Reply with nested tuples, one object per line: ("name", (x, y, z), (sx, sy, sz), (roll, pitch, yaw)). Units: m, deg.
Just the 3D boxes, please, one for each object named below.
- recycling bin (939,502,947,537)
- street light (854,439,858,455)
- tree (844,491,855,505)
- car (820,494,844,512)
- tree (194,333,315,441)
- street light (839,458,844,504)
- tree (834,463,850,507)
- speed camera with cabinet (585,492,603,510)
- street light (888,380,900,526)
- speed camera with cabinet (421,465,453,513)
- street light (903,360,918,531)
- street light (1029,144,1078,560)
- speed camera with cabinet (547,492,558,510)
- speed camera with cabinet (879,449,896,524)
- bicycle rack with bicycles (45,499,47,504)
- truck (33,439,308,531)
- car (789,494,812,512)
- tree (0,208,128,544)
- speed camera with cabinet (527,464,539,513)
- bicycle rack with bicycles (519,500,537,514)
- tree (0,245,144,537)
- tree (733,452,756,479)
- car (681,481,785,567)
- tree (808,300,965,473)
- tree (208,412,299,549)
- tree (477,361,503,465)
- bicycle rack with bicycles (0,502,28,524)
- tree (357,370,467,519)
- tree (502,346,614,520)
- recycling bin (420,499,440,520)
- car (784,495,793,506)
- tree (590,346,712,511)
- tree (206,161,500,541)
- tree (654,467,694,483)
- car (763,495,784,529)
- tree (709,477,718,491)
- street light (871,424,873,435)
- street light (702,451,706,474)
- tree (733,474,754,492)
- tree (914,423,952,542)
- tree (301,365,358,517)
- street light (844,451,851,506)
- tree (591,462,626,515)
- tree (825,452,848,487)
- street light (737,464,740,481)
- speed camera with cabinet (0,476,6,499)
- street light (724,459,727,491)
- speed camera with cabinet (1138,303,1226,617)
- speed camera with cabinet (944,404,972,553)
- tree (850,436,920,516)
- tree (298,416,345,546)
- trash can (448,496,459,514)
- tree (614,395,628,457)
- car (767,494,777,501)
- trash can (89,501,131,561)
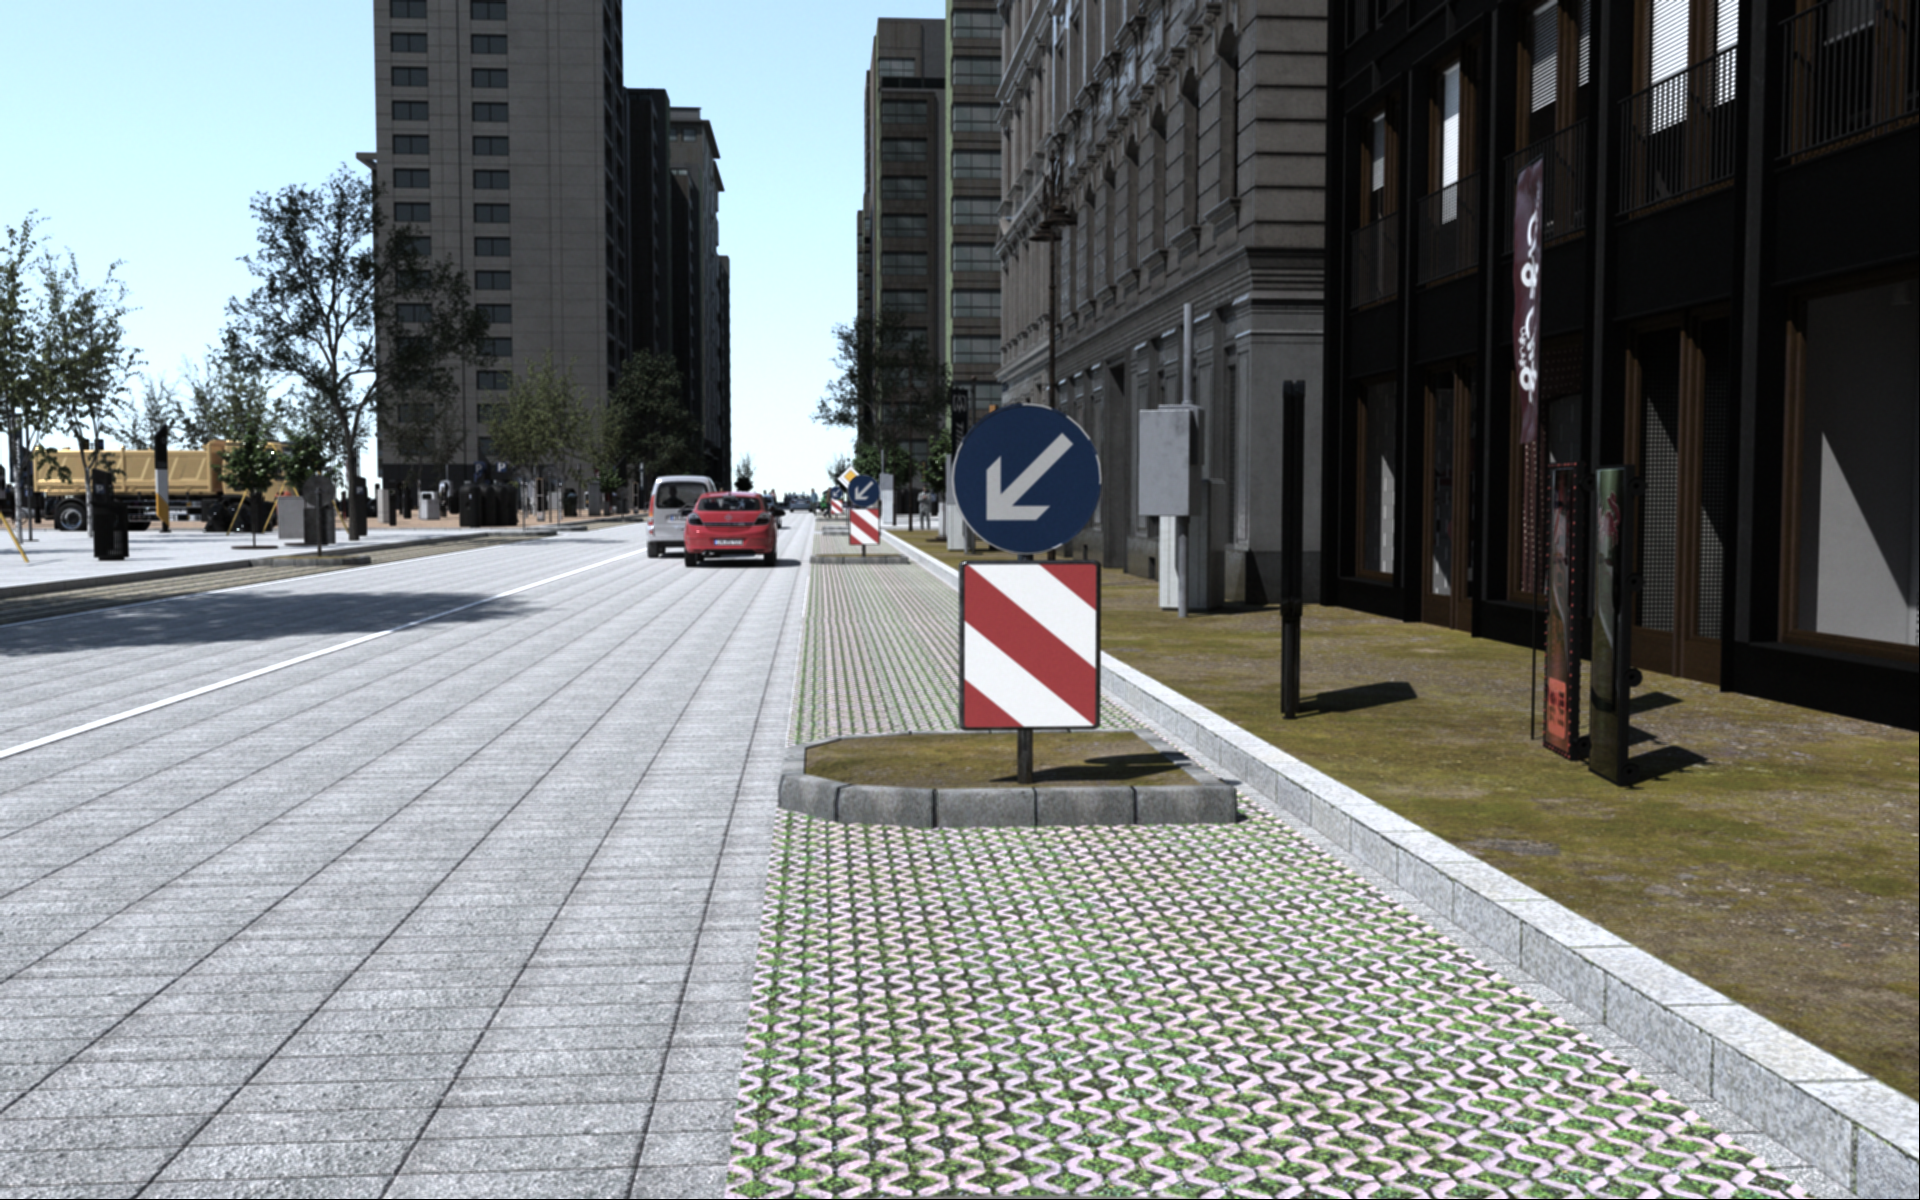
("recycling bin", (-0.185, -2.426, 52.215), (0.722, 1.027, 0.722), (2, 4, 24))
("street light", (-8.872, -10.715, 147.985), (0.468, 5.910, 1.993), (0, 4, -5))
("tree", (-16.251, -15.643, 250.365), (1.663, 3.219, 1.824), (0, 3, 0))
("car", (-10.410, -8.059, 140.554), (1.959, 1.807, 4.718), (0, 4, -4))
("tree", (-32.254, -7.818, 78.180), (4.737, 8.622, 4.395), (0, 3, 0))
("street light", (-15.602, -15.798, 231.089), (0.468, 5.910, 1.993), (0, 4, -5))
("tree", (-11.275, -11.930, 178.774), (4.285, 4.588, 4.351), (0, 3, 0))
("speed camera with cabinet", (-29.915, -8.992, 141.354), (0.660, 3.252, 2.038), (-3, 5, -40))
("street light", (-2.668, -5.969, 70.380), (0.468, 5.910, 1.993), (0, 4, -5))
("speed camera with cabinet", (-34.981, -7.425, 115.739), (2.038, 3.252, 0.660), (0, 4, 6))
("street light", (-1.708, -5.318, 59.741), (0.468, 5.910, 1.993), (0, 4, -5))
("street light", (1.244, -3.095, 23.398), (0.468, 5.910, 1.993), (0, 4, -5))
("speed camera with cabinet", (-33.198, -8.841, 138.881), (2.038, 3.252, 0.660), (-2, 4, -30))
("speed camera with cabinet", (-3.158, -4.998, 76.056), (0.660, 3.252, 2.038), (0, 4, -6))
("bicycle rack with bicycles", (-62.885, -6.472, 119.192), (2.852, 0.926, 2.925), (-3, 4, -39))
("truck", (-27.729, -4.059, 62.285), (9.791, 3.379, 3.469), (0, 4, -4))
("car", (-12.584, -7.658, 137.218), (2.014, 1.417, 4.499), (0, 4, -5))
("tree", (-23.991, -5.748, 44.340), (4.737, 8.622, 4.395), (0, 3, 0))
("speed camera with cabinet", (-28.162, -7.343, 114.388), (0.660, 3.252, 2.038), (0, 4, -7))
("bicycle rack with bicycles", (-27.582, -5.855, 109.113), (2.852, 0.926, 2.925), (-2, 4, -24))
("tree", (-25.824, -6.146, 50.847), (4.360, 8.622, 3.978), (0, 3, 0))
("tree", (-36.293, -20.917, 292.351), (4.360, 8.622, 3.978), (0, 3, 0))
("car", (-4.677, -1.626, 35.626), (2.155, 1.783, 4.494), (0, 4, -5))
("tree", (-3.414, -9.056, 82.473), (8.767, 10.594, 7.601), (2, 4, 25))
("tree", (-16.681, -2.826, 40.806), (1.663, 3.219, 1.824), (0, 3, 0))
("tree", (-23.304, -8.655, 91.867), (4.737, 8.622, 4.395), (0, 3, 0))
("bicycle rack with bicycles", (-41.259, -3.634, 72.794), (2.925, 0.926, 2.852), (1, 4, 9))
("tree", (-27.881, -8.439, 88.344), (4.360, 8.622, 3.978), (0, 3, 0))
("tree", (-19.885, -8.297, 86.022), (4.737, 8.622, 4.395), (0, 3, 0))
("recycling bin", (-26.268, -4.485, 85.878), (0.722, 1.027, 0.722), (-3, 5, -43))
("car", (-20.163, -11.951, 207.763), (2.083, 1.381, 4.827), (0, 4, -3))
("tree", (-24.047, -13.301, 134.486), (9.611, 12.733, 9.660), (0, 3, 0))
("tree", (-16.742, -6.945, 47.960), (8.767, 10.594, 7.601), (0, 4, 0))
("tree", (-24.595, -10.122, 149.205), (4.285, 4.588, 4.351), (0, 3, 0))
("car", (-8.400, -3.699, 72.475), (2.014, 1.417, 4.499), (0, 4, -4))
("tree", (-28.296, -12.296, 195.647), (1.663, 3.219, 1.824), (0, 3, 0))
("street light", (-5.418, -8.192, 106.729), (0.468, 5.910, 1.993), (0, 4, -5))
("street light", (-27.083, -12.844, 182.793), (0.468, 5.910, 1.993), (0, 4, -5))
("tree", (-35.497, -18.366, 283.996), (4.285, 4.588, 4.351), (0, 3, 0))
("tree", (-0.203, -3.337, 49.157), (1.663, 3.219, 1.824), (0, 3, 0))
("tree", (-35.510, -9.086, 98.920), (4.360, 8.622, 3.978), (0, 3, 0))
("street light", (-11.787, -12.895, 183.613), (0.468, 5.910, 1.993), (0, 4, -5))
("tree", (-21.692, -6.763, 105.177), (1.663, 3.219, 1.824), (0, 3, 0))
("tree", (-20.754, -21.071, 294.877), (4.360, 8.622, 3.978), (0, 3, 0))
("street light", (-33.603, -17.753, 263.042), (0.468, 5.910, 1.993), (0, 4, -5))
("speed camera with cabinet", (-45.292, -5.298, 80.962), (0.660, 3.252, 2.038), (-1, 4, -9))
("street light", (-30.781, -15.573, 227.406), (0.468, 5.910, 1.993), (0, 4, -5))
("speed camera with cabinet", (2.424, -1.496, 18.794), (0.660, 3.252, 2.038), (1, 4, 19))
("speed camera with cabinet", (-0.015, -2.711, 38.668), (0.660, 3.252, 2.038), (0, 4, 2))
("tree", (-4.000, -7.178, 101.075), (4.285, 4.588, 4.351), (0, 3, 0))
("tree", (-16.259, -2.982, 43.362), (1.663, 3.219, 1.824), (0, 3, 0))
("trash can", (-32.482, -6.092, 111.259), (0.748, 1.137, 0.748), (0, 3, 0))
("tree", (-26.029, -10.737, 125.911), (4.737, 8.622, 4.395), (0, 3, 0))
("car", (-26.736, -14.157, 243.463), (2.014, 1.417, 4.499), (0, 4, -3))
("trash can", (-16.464, -1.341, 33.578), (0.748, 1.137, 0.748), (0, 3, 0))
